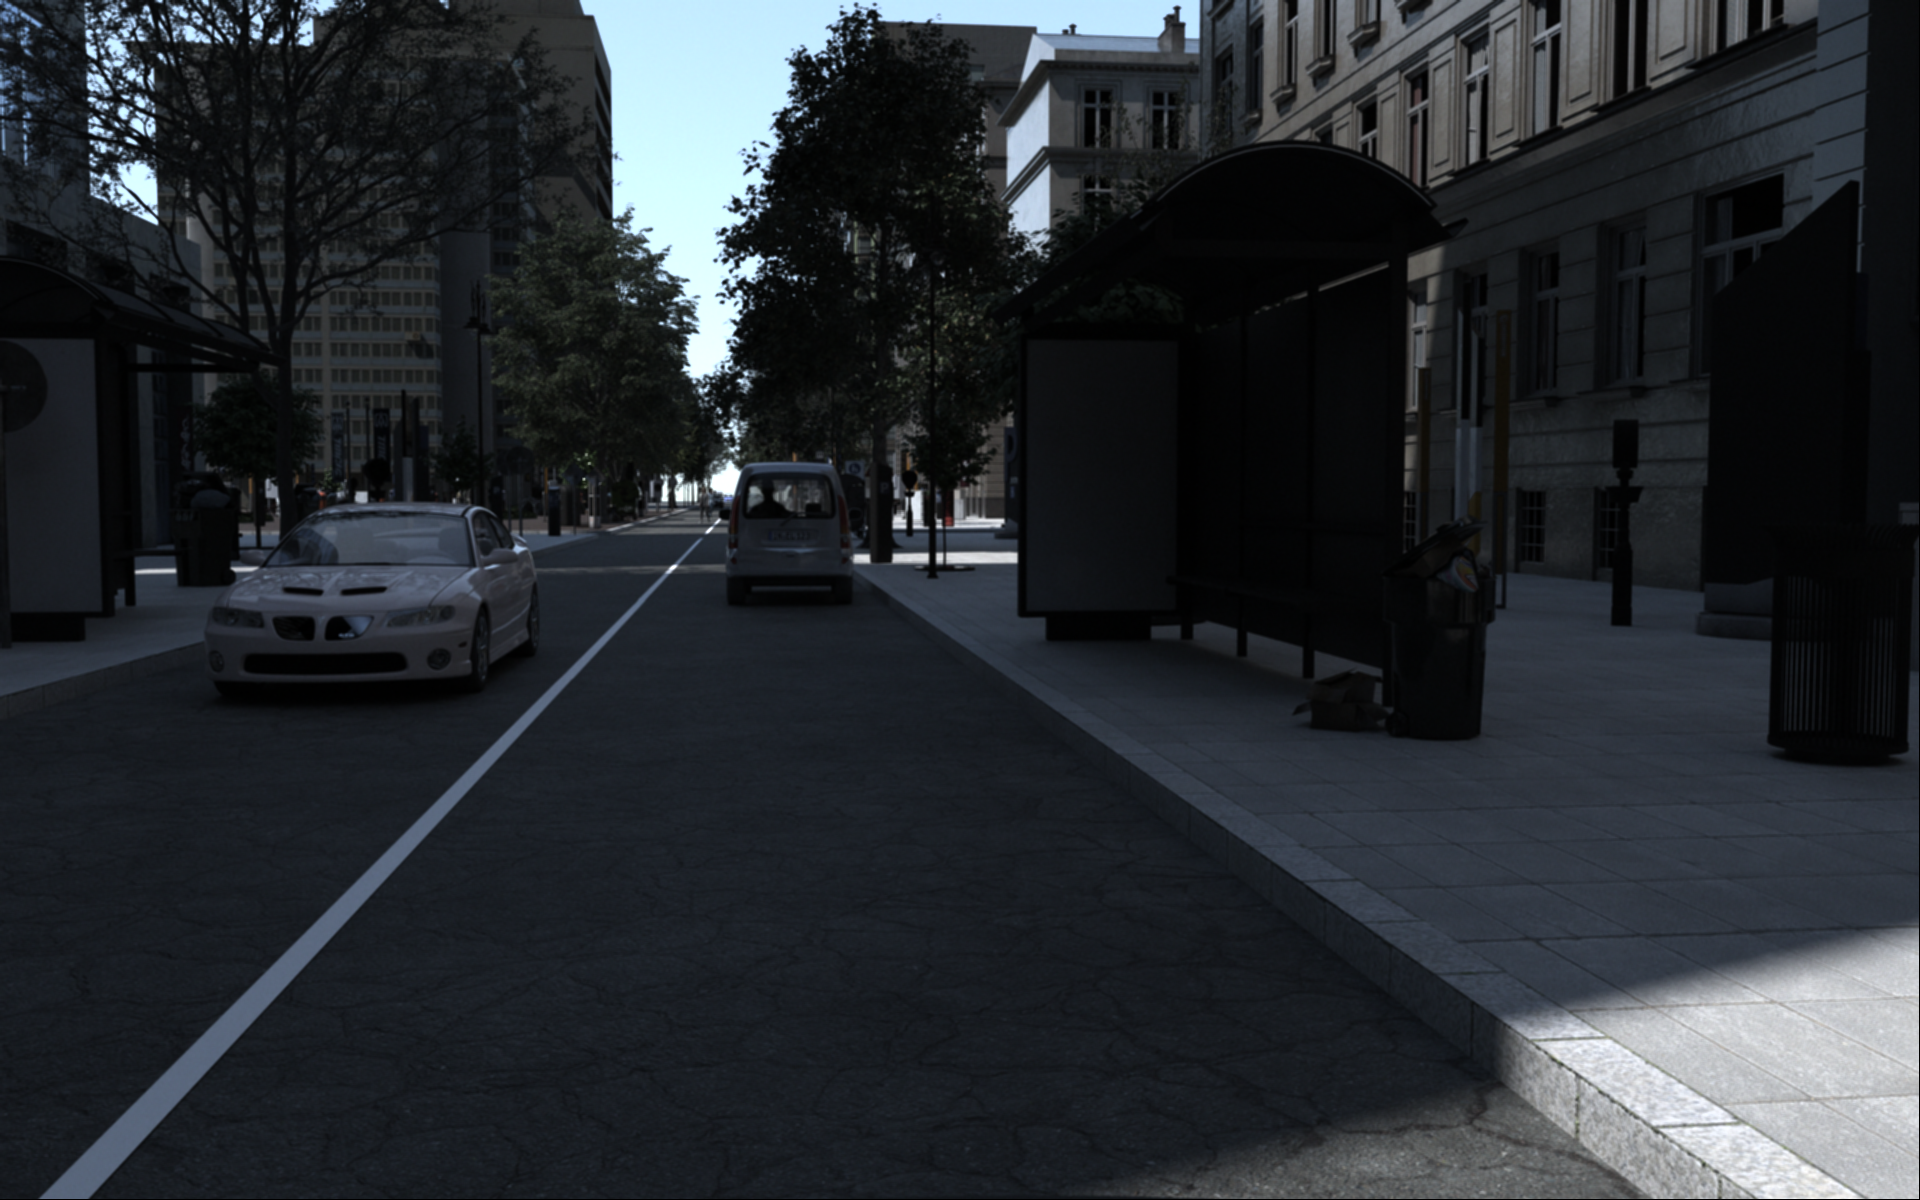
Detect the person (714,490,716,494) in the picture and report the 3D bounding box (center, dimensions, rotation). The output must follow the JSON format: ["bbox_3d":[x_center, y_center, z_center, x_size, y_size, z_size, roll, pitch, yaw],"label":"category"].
[{"bbox_3d":[-26.276,-10.851,185.916,0.705,1.824,1.348,0,4,4],"label":"person"}]

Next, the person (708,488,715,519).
[{"bbox_3d":[-14.135,-5.477,98.312,0.793,1.790,0.793,-2,4,-27],"label":"person"}]

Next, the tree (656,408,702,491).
[{"bbox_3d":[-23.661,-11.795,143.217,4.737,8.622,4.395,0,3,0],"label":"tree"}]

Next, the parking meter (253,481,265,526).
[{"bbox_3d":[-27.917,-3.872,69.019,0.255,1.863,0.399,3,5,40],"label":"parking meter"}]

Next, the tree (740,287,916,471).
[{"bbox_3d":[-5.013,-8.471,72.916,7.601,10.594,8.767,-3,4,-36],"label":"tree"}]

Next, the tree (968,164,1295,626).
[{"bbox_3d":[1.809,-2.056,17.337,4.285,4.588,4.351,0,3,0],"label":"tree"}]

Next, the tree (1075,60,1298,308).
[{"bbox_3d":[3.807,-4.906,30.578,4.360,8.622,3.978,0,3,0],"label":"tree"}]

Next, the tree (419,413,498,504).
[{"bbox_3d":[-11.835,-2.871,41.548,1.663,3.219,1.824,0,3,0],"label":"tree"}]

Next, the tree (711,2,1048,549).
[{"bbox_3d":[-1.809,-7.564,40.683,9.611,12.733,9.660,0,3,0],"label":"tree"}]

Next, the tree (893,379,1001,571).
[{"bbox_3d":[-0.127,-2.112,29.128,1.663,3.219,1.824,0,3,0],"label":"tree"}]

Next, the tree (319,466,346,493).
[{"bbox_3d":[-39.269,-6.934,107.968,1.663,3.219,1.824,0,3,0],"label":"tree"}]

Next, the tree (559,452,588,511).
[{"bbox_3d":[-29.267,-9.116,132.762,4.285,4.588,4.351,0,3,0],"label":"tree"}]

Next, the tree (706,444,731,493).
[{"bbox_3d":[-41.388,-22.029,285.923,9.928,11.665,9.643,0,3,0],"label":"tree"}]

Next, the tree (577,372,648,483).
[{"bbox_3d":[-18.029,-8.584,90.704,4.360,8.622,3.978,0,3,0],"label":"tree"}]

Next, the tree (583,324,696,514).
[{"bbox_3d":[-20.399,-11.743,110.127,7.486,12.596,7.792,0,3,0],"label":"tree"}]

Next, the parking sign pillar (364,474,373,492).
[{"bbox_3d":[-44.185,-8.669,130.213,1.447,3.967,1.447,2,4,31],"label":"parking sign pillar"}]

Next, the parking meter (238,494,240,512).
[{"bbox_3d":[-48.701,-6.624,116.715,0.372,1.533,0.369,0,3,0],"label":"parking meter"}]

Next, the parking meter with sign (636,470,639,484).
[{"bbox_3d":[-23.082,-7.779,123.448,0.543,3.016,1.738,1,4,12],"label":"parking meter with sign"}]

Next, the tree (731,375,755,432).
[{"bbox_3d":[-29.688,-24.568,257.571,12.611,20.169,13.585,0,3,0],"label":"tree"}]

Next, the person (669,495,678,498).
[{"bbox_3d":[-35.718,-12.622,215.654,1.217,1.735,0.721,0,4,-2],"label":"person"}]

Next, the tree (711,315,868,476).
[{"bbox_3d":[-9.387,-11.503,98.440,12.009,13.543,11.850,0,3,0],"label":"tree"}]

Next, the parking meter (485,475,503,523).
[{"bbox_3d":[-14.187,-2.886,52.898,0.399,1.863,0.255,-2,4,-27],"label":"parking meter"}]

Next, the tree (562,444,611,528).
[{"bbox_3d":[-14.153,-4.396,66.482,1.663,3.219,1.824,0,3,0],"label":"tree"}]

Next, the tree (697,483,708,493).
[{"bbox_3d":[-38.987,-16.410,262.906,1.663,3.219,1.824,0,3,0],"label":"tree"}]

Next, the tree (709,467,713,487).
[{"bbox_3d":[-40.068,-19.548,269.973,4.360,8.622,3.978,0,3,0],"label":"tree"}]

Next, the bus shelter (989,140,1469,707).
[{"bbox_3d":[1.596,-1.147,12.683,2.014,3.302,5.546,0,4,-7],"label":"bus shelter"}]

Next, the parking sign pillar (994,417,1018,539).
[{"bbox_3d":[1.698,-3.751,49.805,1.447,3.967,1.447,-1,4,-18],"label":"parking sign pillar"}]

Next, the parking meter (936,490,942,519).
[{"bbox_3d":[-1.023,-4.873,88.080,0.372,1.533,0.369,0,3,0],"label":"parking meter"}]

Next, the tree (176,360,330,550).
[{"bbox_3d":[-16.309,-3.465,40.374,4.285,4.588,4.351,0,3,0],"label":"tree"}]

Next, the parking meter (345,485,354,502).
[{"bbox_3d":[-32.191,-5.235,91.296,0.399,1.863,0.255,1,4,15],"label":"parking meter"}]

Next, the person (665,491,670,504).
[{"bbox_3d":[-36.385,-12.758,217.237,1.348,1.807,0.705,2,4,24],"label":"person"}]

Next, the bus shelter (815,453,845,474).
[{"bbox_3d":[-6.951,-5.775,88.347,2.014,3.302,5.546,0,4,-7],"label":"bus shelter"}]

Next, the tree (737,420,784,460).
[{"bbox_3d":[-19.405,-15.926,178.524,7.486,12.596,7.792,0,3,0],"label":"tree"}]

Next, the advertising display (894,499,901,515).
[{"bbox_3d":[-4.101,-6.268,107.700,0.974,1.923,0.123,-3,4,-38],"label":"advertising display"}]

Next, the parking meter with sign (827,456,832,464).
[{"bbox_3d":[-5.895,-5.123,80.025,0.543,3.016,1.738,0,4,-7],"label":"parking meter with sign"}]

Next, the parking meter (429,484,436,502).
[{"bbox_3d":[-30.738,-5.814,100.766,0.399,1.863,0.255,-2,4,-30],"label":"parking meter"}]

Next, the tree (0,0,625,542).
[{"bbox_3d":[-10.426,-7.081,26.151,12.009,13.543,11.850,0,3,0],"label":"tree"}]

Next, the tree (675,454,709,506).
[{"bbox_3d":[-29.541,-14.529,187.912,4.360,8.622,3.978,0,3,0],"label":"tree"}]

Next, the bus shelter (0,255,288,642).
[{"bbox_3d":[-8.505,-1.439,17.444,2.014,3.302,5.546,0,4,-7],"label":"bus shelter"}]

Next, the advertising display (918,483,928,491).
[{"bbox_3d":[-2.315,-6.031,103.819,0.974,1.923,0.123,3,4,36],"label":"advertising display"}]

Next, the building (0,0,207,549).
[{"bbox_3d":[-33.608,-43.848,29.580,31.000,86.520,22.319,0,4,-7],"label":"building"}]

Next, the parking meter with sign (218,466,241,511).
[{"bbox_3d":[-47.296,-7.083,112.067,1.738,3.016,0.543,1,4,13],"label":"parking meter with sign"}]

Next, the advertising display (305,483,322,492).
[{"bbox_3d":[-36.610,-5.683,98.124,0.974,1.923,0.123,0,4,1],"label":"advertising display"}]

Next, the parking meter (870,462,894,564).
[{"bbox_3d":[-1.449,-1.614,32.105,0.399,1.863,0.255,-2,4,-32],"label":"parking meter"}]

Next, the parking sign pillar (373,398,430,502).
[{"bbox_3d":[-15.580,-3.713,49.183,1.447,3.967,1.447,3,5,45],"label":"parking sign pillar"}]

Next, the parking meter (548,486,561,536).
[{"bbox_3d":[-12.423,-2.728,53.018,0.372,1.533,0.369,0,3,0],"label":"parking meter"}]

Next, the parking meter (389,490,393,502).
[{"bbox_3d":[-38.147,-6.606,116.415,0.372,1.533,0.369,0,3,0],"label":"parking meter"}]

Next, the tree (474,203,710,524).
[{"bbox_3d":[-15.735,-10.298,75.034,9.857,13.997,8.962,0,3,0],"label":"tree"}]

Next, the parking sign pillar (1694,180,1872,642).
[{"bbox_3d":[7.456,-1.660,15.613,1.447,3.967,1.447,-2,4,-32],"label":"parking sign pillar"}]

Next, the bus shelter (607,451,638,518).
[{"bbox_3d":[-18.925,-6.451,96.750,1.731,3.624,6.357,0,4,-7],"label":"bus shelter"}]

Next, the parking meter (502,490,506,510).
[{"bbox_3d":[-32.286,-6.969,122.359,0.372,1.533,0.369,0,3,0],"label":"parking meter"}]

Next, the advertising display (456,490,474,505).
[{"bbox_3d":[-17.420,-3.409,60.949,0.974,1.923,0.123,3,5,41],"label":"advertising display"}]

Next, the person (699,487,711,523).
[{"bbox_3d":[-12.524,-4.688,85.329,0.709,1.800,0.728,2,4,32],"label":"person"}]
